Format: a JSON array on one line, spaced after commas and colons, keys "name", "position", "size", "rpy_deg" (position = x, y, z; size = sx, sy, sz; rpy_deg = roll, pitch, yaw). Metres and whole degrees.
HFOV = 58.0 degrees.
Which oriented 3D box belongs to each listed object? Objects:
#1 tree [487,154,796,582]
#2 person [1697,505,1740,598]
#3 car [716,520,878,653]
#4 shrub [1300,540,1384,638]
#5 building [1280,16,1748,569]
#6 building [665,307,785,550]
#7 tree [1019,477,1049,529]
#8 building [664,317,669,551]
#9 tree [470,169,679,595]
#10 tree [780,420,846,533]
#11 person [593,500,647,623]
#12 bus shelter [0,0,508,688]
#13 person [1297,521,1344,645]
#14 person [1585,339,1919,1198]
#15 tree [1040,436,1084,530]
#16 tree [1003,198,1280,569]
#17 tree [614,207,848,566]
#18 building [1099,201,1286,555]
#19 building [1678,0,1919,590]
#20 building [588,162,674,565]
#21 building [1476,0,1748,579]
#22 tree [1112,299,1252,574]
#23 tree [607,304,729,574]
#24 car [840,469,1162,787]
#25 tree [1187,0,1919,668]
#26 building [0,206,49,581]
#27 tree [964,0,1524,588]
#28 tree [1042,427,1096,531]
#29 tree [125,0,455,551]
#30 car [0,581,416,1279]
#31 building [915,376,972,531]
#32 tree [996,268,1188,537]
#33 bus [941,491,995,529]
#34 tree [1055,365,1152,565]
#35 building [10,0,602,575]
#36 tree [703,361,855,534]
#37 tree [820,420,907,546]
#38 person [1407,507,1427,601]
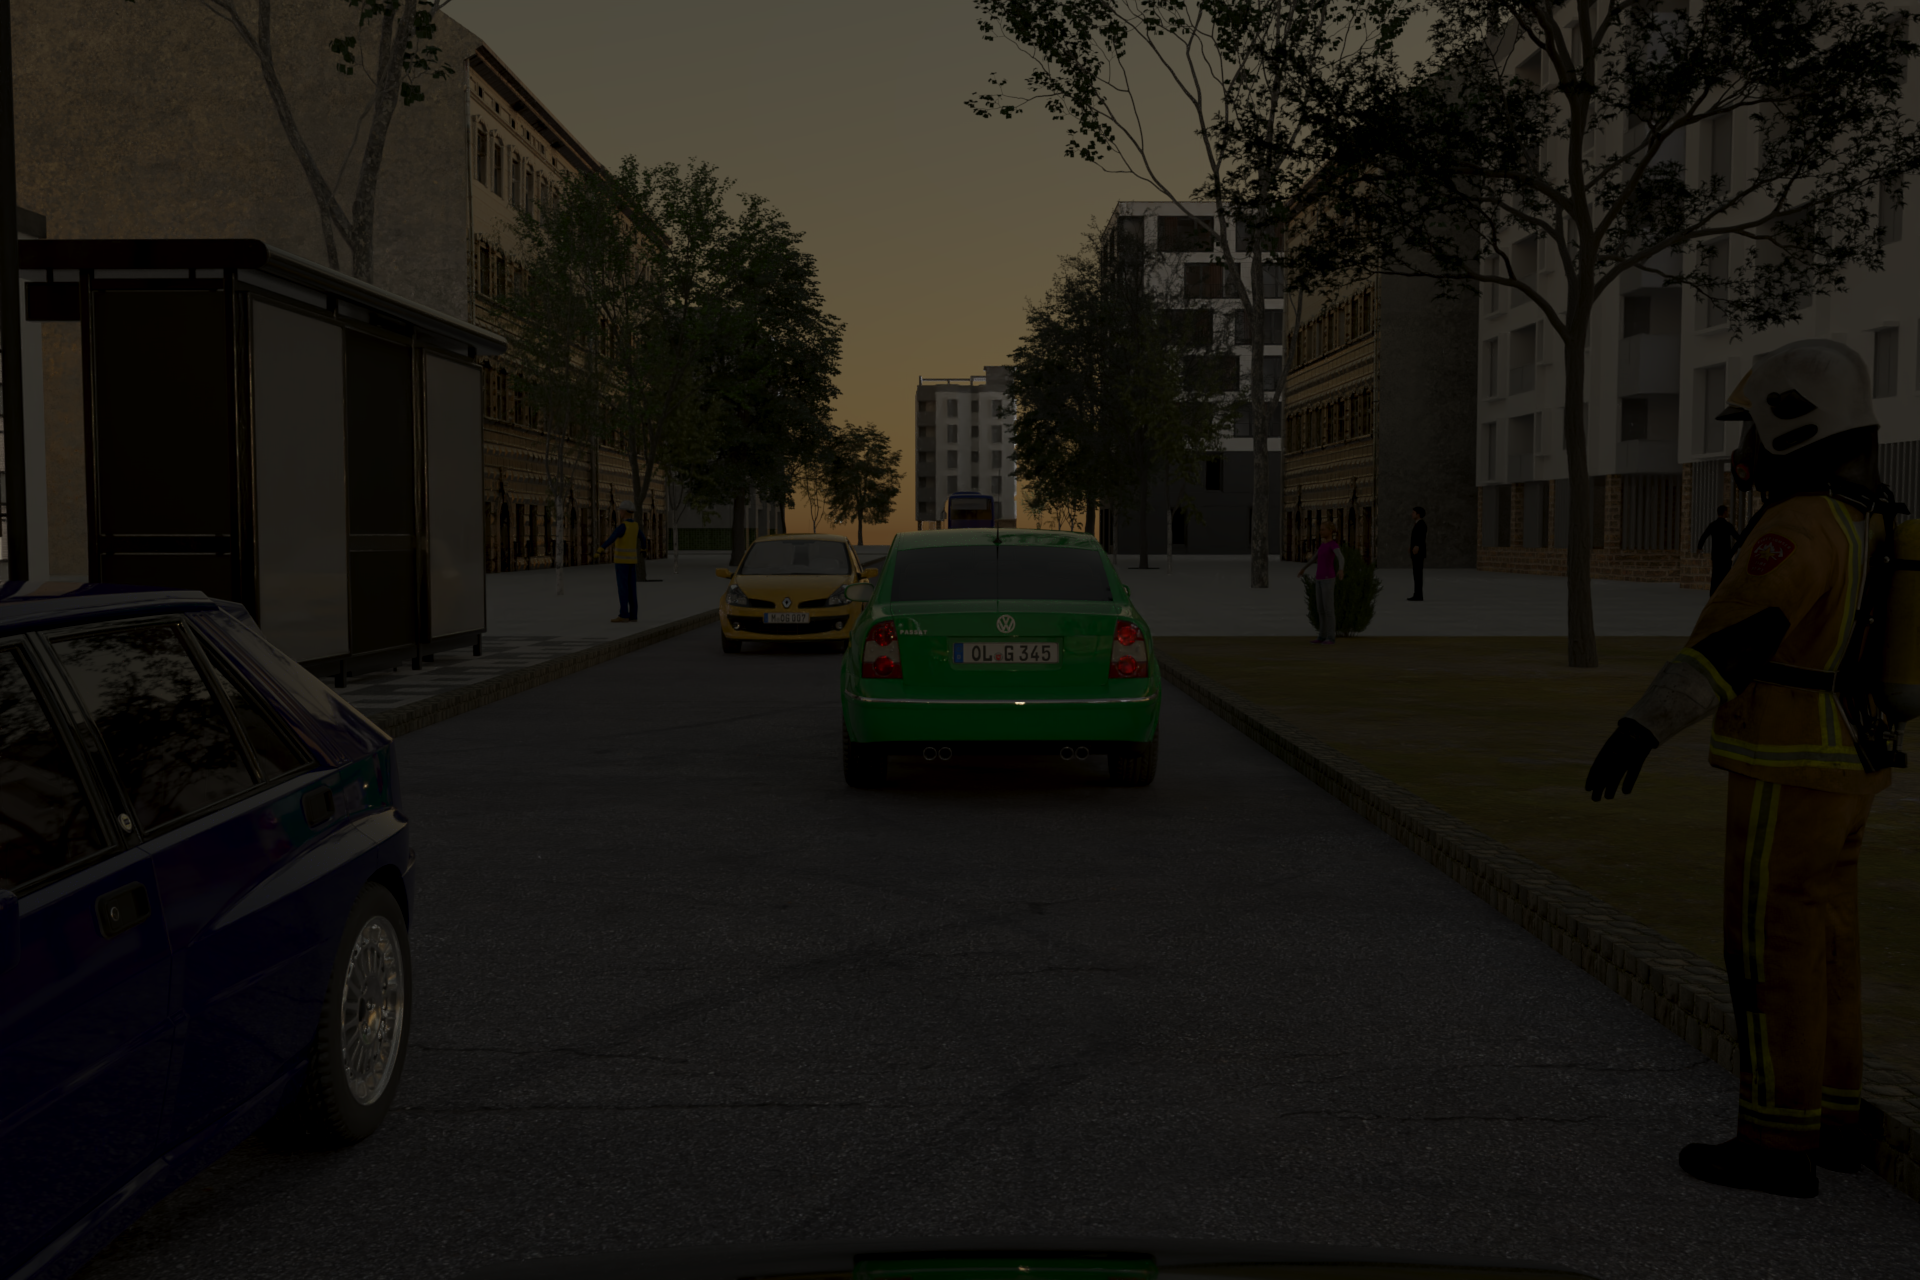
[{"name": "tree", "position": [-8.517, -7.382, 46.446], "size": [9.928, 11.665, 9.643], "rpy_deg": [0, 3, 0]}, {"name": "person", "position": [13.752, -1.529, 31.232], "size": [0.704, 1.802, 1.346], "rpy_deg": [-1, 4, -21]}, {"name": "car", "position": [-2.025, -0.723, 22.050], "size": [2.015, 1.641, 3.980], "rpy_deg": [0, 4, 0]}, {"name": "shrub", "position": [4.755, -0.639, 21.567], "size": [1.383, 1.207, 1.383], "rpy_deg": [0, 3, 0]}, {"name": "building", "position": [24.564, -14.785, 72.660], "size": [19.493, 23.208, 18.063], "rpy_deg": [0, 4, 0]}, {"name": "building", "position": [-25.174, -17.386, 150.714], "size": [16.747, 18.905, 31.486], "rpy_deg": [0, 4, 0]}, {"name": "tree", "position": [8.710, -14.865, 193.407], "size": [4.737, 8.622, 4.395], "rpy_deg": [0, 3, 0]}, {"name": "building", "position": [-27.006, -16.011, 118.205], "size": [16.016, 20.090, 11.380], "rpy_deg": [0, 4, -1]}, {"name": "tree", "position": [-8.562, -5.229, 35.853], "size": [4.360, 8.622, 3.978], "rpy_deg": [0, 3, 0]}, {"name": "tree", "position": [-8.735, -9.425, 104.456], "size": [4.360, 8.622, 3.978], "rpy_deg": [0, 3, 0]}, {"name": "person", "position": [-4.925, -1.149, 25.242], "size": [0.721, 1.772, 1.216], "rpy_deg": [2, 4, 25]}, {"name": "bus shelter", "position": [-5.933, -2.215, 13.844], "size": [2.179, 5.291, 8.768], "rpy_deg": [0, 4, 1]}, {"name": "person", "position": [4.196, -0.663, 20.108], "size": [0.599, 1.433, 0.991], "rpy_deg": [-1, 4, -18]}, {"name": "person", "position": [1.844, 0.267, 3.866], "size": [1.354, 1.858, 0.705], "rpy_deg": [-3, 5, -41]}, {"name": "tree", "position": [6.323, -9.556, 106.602], "size": [4.737, 8.622, 4.395], "rpy_deg": [0, 3, 0]}, {"name": "tree", "position": [6.698, -9.356, 63.333], "size": [12.009, 13.543, 11.850], "rpy_deg": [0, 3, 0]}, {"name": "tree", "position": [-8.891, -9.925, 68.931], "size": [9.857, 13.997, 8.962], "rpy_deg": [0, 3, 0]}, {"name": "building", "position": [23.651, -17.064, 122.975], "size": [27.936, 21.610, 32.646], "rpy_deg": [0, 3, 0]}, {"name": "building", "position": [21.876, -11.118, 38.195], "size": [16.016, 20.090, 11.380], "rpy_deg": [0, 4, 0]}, {"name": "building", "position": [-24.421, -15.258, 80.401], "size": [19.493, 23.208, 18.063], "rpy_deg": [0, 4, 0]}, {"name": "building", "position": [22.942, -12.331, 58.024], "size": [16.016, 20.090, 11.380], "rpy_deg": [0, 4, -1]}, {"name": "tree", "position": [6.884, -6.389, 54.829], "size": [4.737, 8.622, 4.395], "rpy_deg": [0, 3, 0]}, {"name": "tree", "position": [-9.126, -6.404, 55.076], "size": [4.737, 8.622, 4.395], "rpy_deg": [0, 3, 0]}, {"name": "car", "position": [0.200, -0.147, 11.198], "size": [1.959, 1.807, 4.718], "rpy_deg": [0, 4, -1]}, {"name": "tree", "position": [5.689, -5.020, 16.492], "size": [7.601, 10.594, 8.767], "rpy_deg": [0, 4, 6]}, {"name": "building", "position": [-24.809, -5.490, 31.913], "size": [9.099, 9.664, 28.070], "rpy_deg": [0, 4, 0]}, {"name": "tree", "position": [6.139, -11.241, 39.684], "size": [12.611, 20.169, 13.585], "rpy_deg": [0, 3, 0]}, {"name": "tree", "position": [6.113, -8.850, 95.057], "size": [4.360, 8.622, 3.978], "rpy_deg": [0, 3, 0]}, {"name": "tree", "position": [-9.908, -10.371, 25.454], "size": [12.611, 20.169, 13.585], "rpy_deg": [0, 3, 0]}, {"name": "car", "position": [-2.235, 0.597, 2.815], "size": [1.945, 1.354, 3.894], "rpy_deg": [0, 4, 0]}, {"name": "building", "position": [-4.815, -20.805, 199.038], "size": [11.380, 20.090, 16.016], "rpy_deg": [0, 4, -1]}, {"name": "tree", "position": [6.394, -10.847, 83.998], "size": [9.857, 13.997, 8.962], "rpy_deg": [0, 3, 0]}, {"name": "bus", "position": [0.436, -6.598, 99.419], "size": [2.896, 3.916, 12.251], "rpy_deg": [0, 4, -2]}, {"name": "tree", "position": [6.712, -7.492, 72.860], "size": [4.360, 8.622, 3.978], "rpy_deg": [0, 3, 0]}, {"name": "building", "position": [-24.397, -14.147, 62.229], "size": [19.493, 23.208, 18.063], "rpy_deg": [0, 4, 0]}, {"name": "tree", "position": [-8.863, -9.274, 86.045], "size": [8.767, 10.594, 7.601], "rpy_deg": [-3, 5, -43]}, {"name": "tree", "position": [-11.063, -17.554, 193.666], "size": [9.857, 13.997, 8.962], "rpy_deg": [0, 3, 0]}, {"name": "person", "position": [8.780, -1.659, 33.309], "size": [0.705, 1.806, 1.347], "rpy_deg": [1, 4, 11]}]
